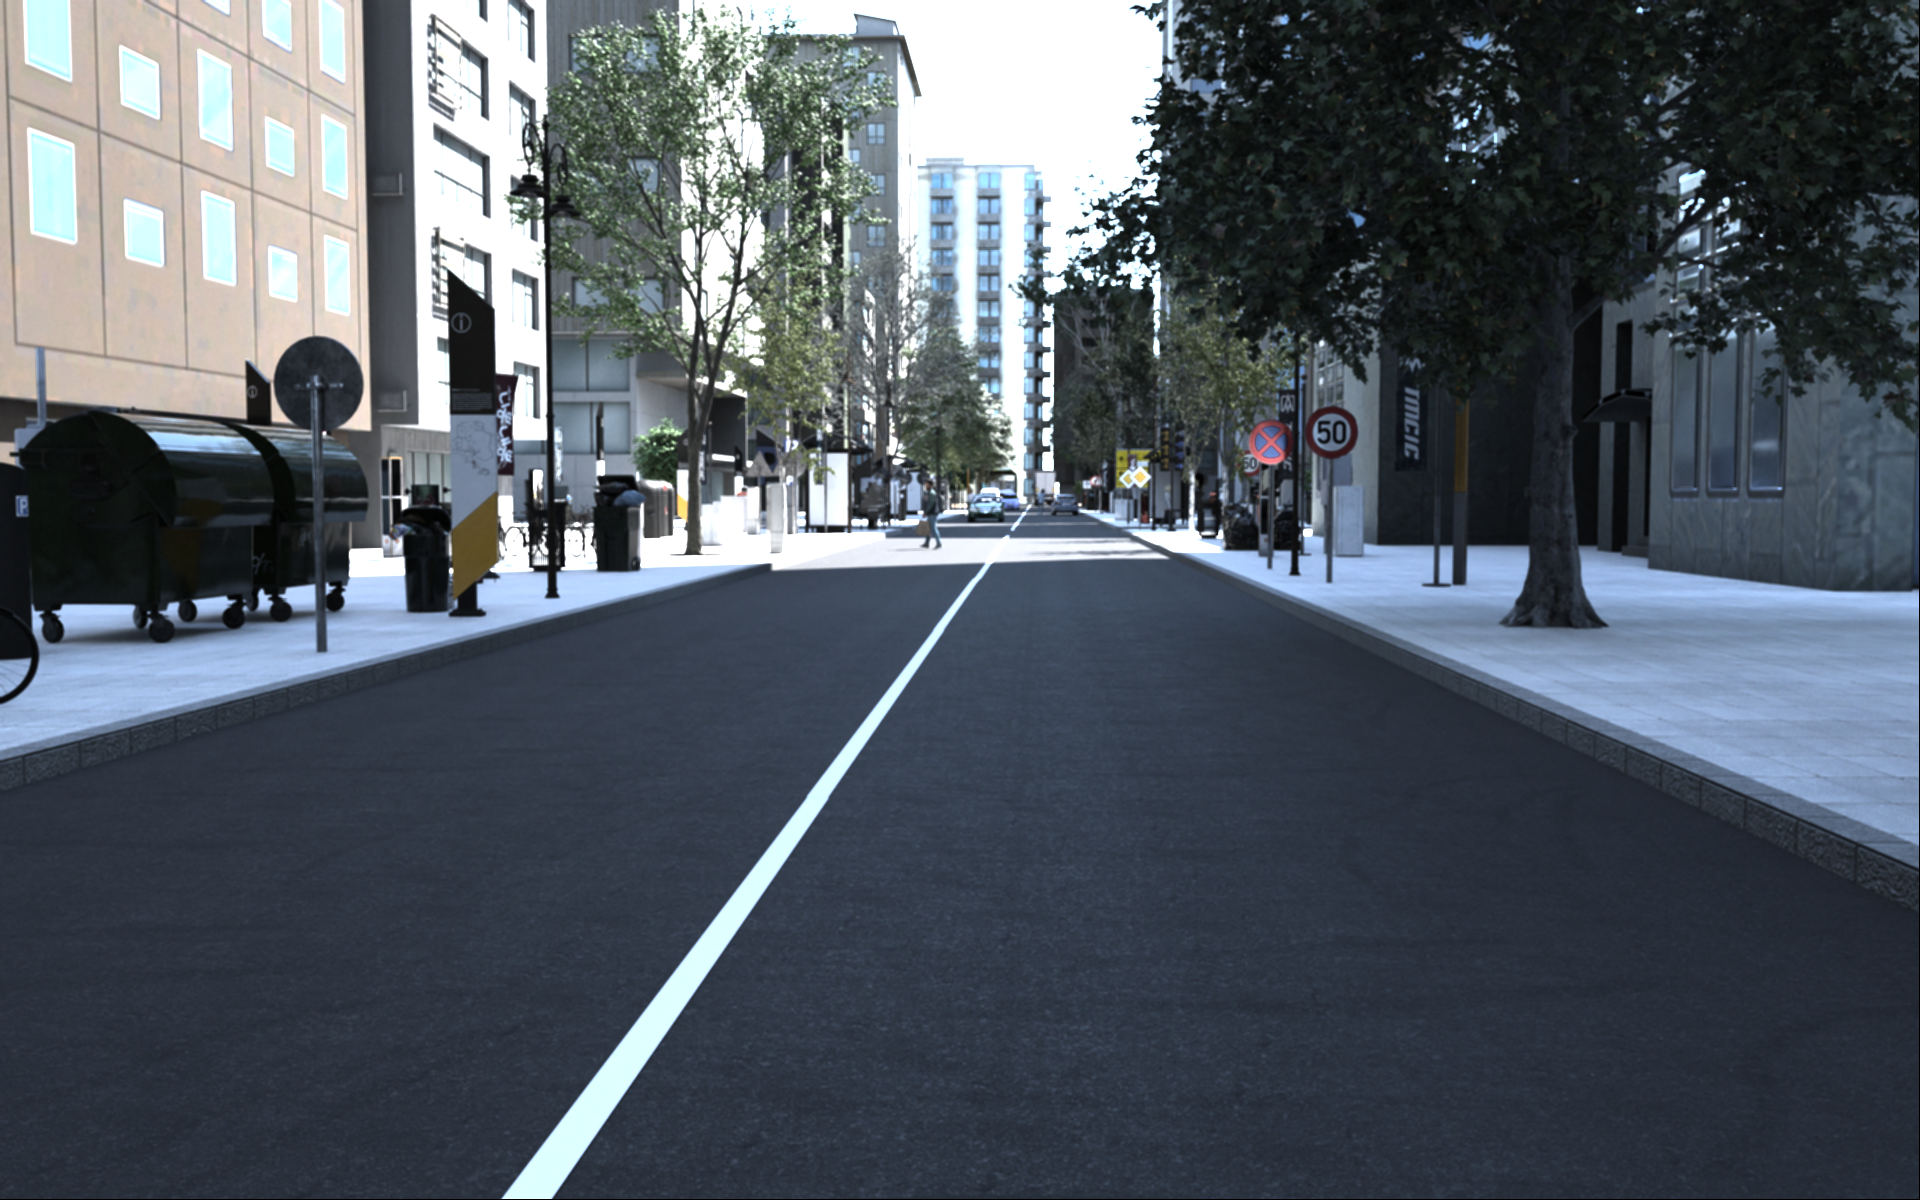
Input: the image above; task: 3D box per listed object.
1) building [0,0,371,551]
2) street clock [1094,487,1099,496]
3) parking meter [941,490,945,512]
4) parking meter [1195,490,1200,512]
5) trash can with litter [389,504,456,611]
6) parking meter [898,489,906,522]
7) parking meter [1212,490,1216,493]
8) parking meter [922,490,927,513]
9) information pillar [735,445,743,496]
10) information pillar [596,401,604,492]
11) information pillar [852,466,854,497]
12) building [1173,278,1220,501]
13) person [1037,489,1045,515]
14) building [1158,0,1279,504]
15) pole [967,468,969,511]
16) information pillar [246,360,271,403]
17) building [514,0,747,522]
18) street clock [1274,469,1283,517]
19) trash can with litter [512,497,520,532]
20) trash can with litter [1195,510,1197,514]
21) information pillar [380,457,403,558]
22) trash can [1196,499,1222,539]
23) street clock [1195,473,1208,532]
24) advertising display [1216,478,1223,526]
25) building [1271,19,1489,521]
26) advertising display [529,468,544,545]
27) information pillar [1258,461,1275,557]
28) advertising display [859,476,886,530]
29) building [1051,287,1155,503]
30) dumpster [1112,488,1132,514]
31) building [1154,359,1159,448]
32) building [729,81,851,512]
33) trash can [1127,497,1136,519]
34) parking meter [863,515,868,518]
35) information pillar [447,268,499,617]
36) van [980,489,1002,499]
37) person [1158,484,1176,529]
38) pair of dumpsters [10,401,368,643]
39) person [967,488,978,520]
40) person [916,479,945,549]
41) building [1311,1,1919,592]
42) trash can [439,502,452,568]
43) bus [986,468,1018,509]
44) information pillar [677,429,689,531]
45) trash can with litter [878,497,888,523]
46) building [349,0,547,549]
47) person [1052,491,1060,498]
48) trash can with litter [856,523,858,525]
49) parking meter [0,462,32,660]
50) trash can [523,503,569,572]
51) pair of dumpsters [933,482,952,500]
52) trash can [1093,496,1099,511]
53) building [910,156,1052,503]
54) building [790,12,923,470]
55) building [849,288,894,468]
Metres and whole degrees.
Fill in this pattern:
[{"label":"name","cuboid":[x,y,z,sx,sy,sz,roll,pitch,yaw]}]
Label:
[{"label":"building","cuboid":[-20.506,-23.303,31.109,14.600,45.320,14.200,0,4,3]},{"label":"street clock","cuboid":[11.359,-8.538,144.167,0.358,2.002,0.471,-2,4,-31]},{"label":"parking meter","cuboid":[-1.249,-6.956,122.148,0.372,1.533,0.369,0,3,0]},{"label":"parking meter","cuboid":[15.866,-6.548,115.466,0.372,1.533,0.369,0,3,0]},{"label":"trash can with litter","cuboid":[-5.904,-0.475,19.147,0.624,1.170,1.055,-1,4,-8]},{"label":"parking meter","cuboid":[-2.708,-4.421,80.701,0.372,1.533,0.369,0,3,0]},{"label":"parking meter","cuboid":[15.530,-5.935,105.444,0.372,1.533,0.369,0,3,0]},{"label":"parking meter","cuboid":[-2.702,-7.558,131.983,0.372,1.533,0.369,0,3,0]},{"label":"information pillar","cuboid":[-10.610,-5.606,83.006,0.183,3.616,0.504,3,4,37]},{"label":"information pillar","cuboid":[-8.977,-3.175,43.258,0.183,3.616,0.504,0,3,0]},{"label":"information pillar","cuboid":[-8.364,-8.802,135.263,0.504,3.616,0.183,-2,4,-26]},{"label":"building","cuboid":[25.595,-23.223,151.399,14.160,30.474,14.107,0,4,3]},{"label":"person","cuboid":[5.654,-6.848,120.727,0.793,1.790,0.793,3,5,41]},{"label":"building","cuboid":[30.387,-38.535,172.052,21.231,58.520,28.212,0,4,3]},{"label":"pole","cuboid":[0.638,-8.633,134.997,0.158,3.312,0.155,0,3,0]},{"label":"information pillar","cuboid":[-12.212,-2.376,30.199,0.504,3.616,0.183,1,4,22]},{"label":"building","cuboid":[-25.357,-30.685,90.942,28.713,52.752,27.495,0,4,3]},{"label":"street clock","cuboid":[9.277,-2.845,51.094,0.471,2.002,0.358,-1,4,-15]},{"label":"trash can with litter","cuboid":[-15.845,-2.880,58.143,2.233,1.210,1.678,0,4,7]},{"label":"trash can with litter","cuboid":[14.738,-6.269,113.563,2.233,1.210,1.678,0,4,4]},{"label":"information pillar","cuboid":[-11.455,-1.861,34.919,0.304,2.012,0.304,2,4,33]},{"label":"trash can","cuboid":[7.206,-2.354,50.143,0.748,1.137,0.748,0,3,0]},{"label":"street clock","cuboid":[8.232,-3.345,59.260,0.358,2.002,0.471,-3,5,-43]},{"label":"advertising display","cuboid":[10.534,-3.958,69.932,0.123,1.923,0.974,2,4,26]},{"label":"building","cuboid":[23.169,-26.499,83.373,14.200,45.320,14.600,0,4,3]},{"label":"advertising display","cuboid":[-10.682,-2.353,43.687,0.123,1.923,0.974,0,4,0]},{"label":"information pillar","cuboid":[6.285,-1.897,35.515,0.304,2.012,0.304,1,4,9]},{"label":"advertising display","cuboid":[-3.138,-3.491,62.288,0.974,1.923,0.123,0,4,2]},{"label":"building","cuboid":[19.932,-28.823,242.949,14.107,30.474,14.160,0,4,3]},{"label":"dumpster","cuboid":[10.566,-6.533,112.575,1.264,1.857,1.865,0,4,2]},{"label":"building","cuboid":[41.674,-24.646,248.000,28.899,21.520,27.650,0,4,3]},{"label":"building","cuboid":[-15.494,-21.486,123.001,14.160,30.474,14.107,0,4,3]},{"label":"trash can","cuboid":[8.924,-4.745,89.228,0.748,1.137,0.748,0,3,0]},{"label":"parking meter","cuboid":[-5.045,-5.202,93.462,0.372,1.533,0.369,0,3,0]},{"label":"information pillar","cuboid":[-5.097,-1.636,18.105,0.504,3.616,0.183,0,4,-1]},{"label":"van","cuboid":[2.225,-7.573,130.823,2.013,2.044,4.112,0,4,4]},{"label":"person","cuboid":[7.977,-3.541,66.575,0.728,1.800,0.709,1,4,14]},{"label":"pair of dumpsters","cuboid":[-7.330,-0.879,16.872,1.574,2.255,4.437,0,4,2]},{"label":"person","cuboid":[0.786,-5.185,93.944,0.731,1.740,0.598,-2,4,-24]},{"label":"person","cuboid":[-0.774,-2.224,44.854,0.713,1.824,0.794,1,4,18]},{"label":"building","cuboid":[21.363,-44.191,35.200,22.319,86.520,31.000,0,4,3]},{"label":"trash can","cuboid":[-8.752,-1.142,30.320,0.748,1.137,0.748,0,3,0]},{"label":"bus","cuboid":[4.140,-10.635,165.435,2.896,3.916,12.252,0,4,3]},{"label":"information pillar","cuboid":[-9.475,-4.176,59.639,0.504,3.616,0.183,0,4,1]},{"label":"trash can with litter","cuboid":[-3.587,-4.033,77.333,1.055,1.170,0.624,0,4,3]},{"label":"building","cuboid":[-19.106,-22.177,46.196,14.086,41.232,14.154,0,4,3]},{"label":"person","cuboid":[11.015,-11.442,195.584,1.348,1.824,0.705,1,4,21]},{"label":"trash can with litter","cuboid":[-5.102,-3.724,71.951,1.678,1.210,2.233,0,4,7]},{"label":"parking meter","cuboid":[-7.462,-0.312,13.506,0.372,1.533,0.369,0,3,0]},{"label":"trash can","cuboid":[-6.855,-1.045,28.738,0.748,1.137,0.748,0,3,0]},{"label":"pair of dumpsters","cuboid":[-1.493,-8.059,134.262,1.574,2.255,4.437,0,4,3]},{"label":"trash can","cuboid":[10.422,-7.310,131.171,0.748,1.137,0.748,0,3,0]},{"label":"building","cuboid":[-2.106,-38.449,248.250,30.456,49.044,23.786,0,4,3]},{"label":"building","cuboid":[-18.855,-37.324,199.487,27.495,52.752,28.713,0,4,3]},{"label":"building","cuboid":[-21.116,-19.306,160.686,27.650,21.520,28.899,0,4,3]}]
